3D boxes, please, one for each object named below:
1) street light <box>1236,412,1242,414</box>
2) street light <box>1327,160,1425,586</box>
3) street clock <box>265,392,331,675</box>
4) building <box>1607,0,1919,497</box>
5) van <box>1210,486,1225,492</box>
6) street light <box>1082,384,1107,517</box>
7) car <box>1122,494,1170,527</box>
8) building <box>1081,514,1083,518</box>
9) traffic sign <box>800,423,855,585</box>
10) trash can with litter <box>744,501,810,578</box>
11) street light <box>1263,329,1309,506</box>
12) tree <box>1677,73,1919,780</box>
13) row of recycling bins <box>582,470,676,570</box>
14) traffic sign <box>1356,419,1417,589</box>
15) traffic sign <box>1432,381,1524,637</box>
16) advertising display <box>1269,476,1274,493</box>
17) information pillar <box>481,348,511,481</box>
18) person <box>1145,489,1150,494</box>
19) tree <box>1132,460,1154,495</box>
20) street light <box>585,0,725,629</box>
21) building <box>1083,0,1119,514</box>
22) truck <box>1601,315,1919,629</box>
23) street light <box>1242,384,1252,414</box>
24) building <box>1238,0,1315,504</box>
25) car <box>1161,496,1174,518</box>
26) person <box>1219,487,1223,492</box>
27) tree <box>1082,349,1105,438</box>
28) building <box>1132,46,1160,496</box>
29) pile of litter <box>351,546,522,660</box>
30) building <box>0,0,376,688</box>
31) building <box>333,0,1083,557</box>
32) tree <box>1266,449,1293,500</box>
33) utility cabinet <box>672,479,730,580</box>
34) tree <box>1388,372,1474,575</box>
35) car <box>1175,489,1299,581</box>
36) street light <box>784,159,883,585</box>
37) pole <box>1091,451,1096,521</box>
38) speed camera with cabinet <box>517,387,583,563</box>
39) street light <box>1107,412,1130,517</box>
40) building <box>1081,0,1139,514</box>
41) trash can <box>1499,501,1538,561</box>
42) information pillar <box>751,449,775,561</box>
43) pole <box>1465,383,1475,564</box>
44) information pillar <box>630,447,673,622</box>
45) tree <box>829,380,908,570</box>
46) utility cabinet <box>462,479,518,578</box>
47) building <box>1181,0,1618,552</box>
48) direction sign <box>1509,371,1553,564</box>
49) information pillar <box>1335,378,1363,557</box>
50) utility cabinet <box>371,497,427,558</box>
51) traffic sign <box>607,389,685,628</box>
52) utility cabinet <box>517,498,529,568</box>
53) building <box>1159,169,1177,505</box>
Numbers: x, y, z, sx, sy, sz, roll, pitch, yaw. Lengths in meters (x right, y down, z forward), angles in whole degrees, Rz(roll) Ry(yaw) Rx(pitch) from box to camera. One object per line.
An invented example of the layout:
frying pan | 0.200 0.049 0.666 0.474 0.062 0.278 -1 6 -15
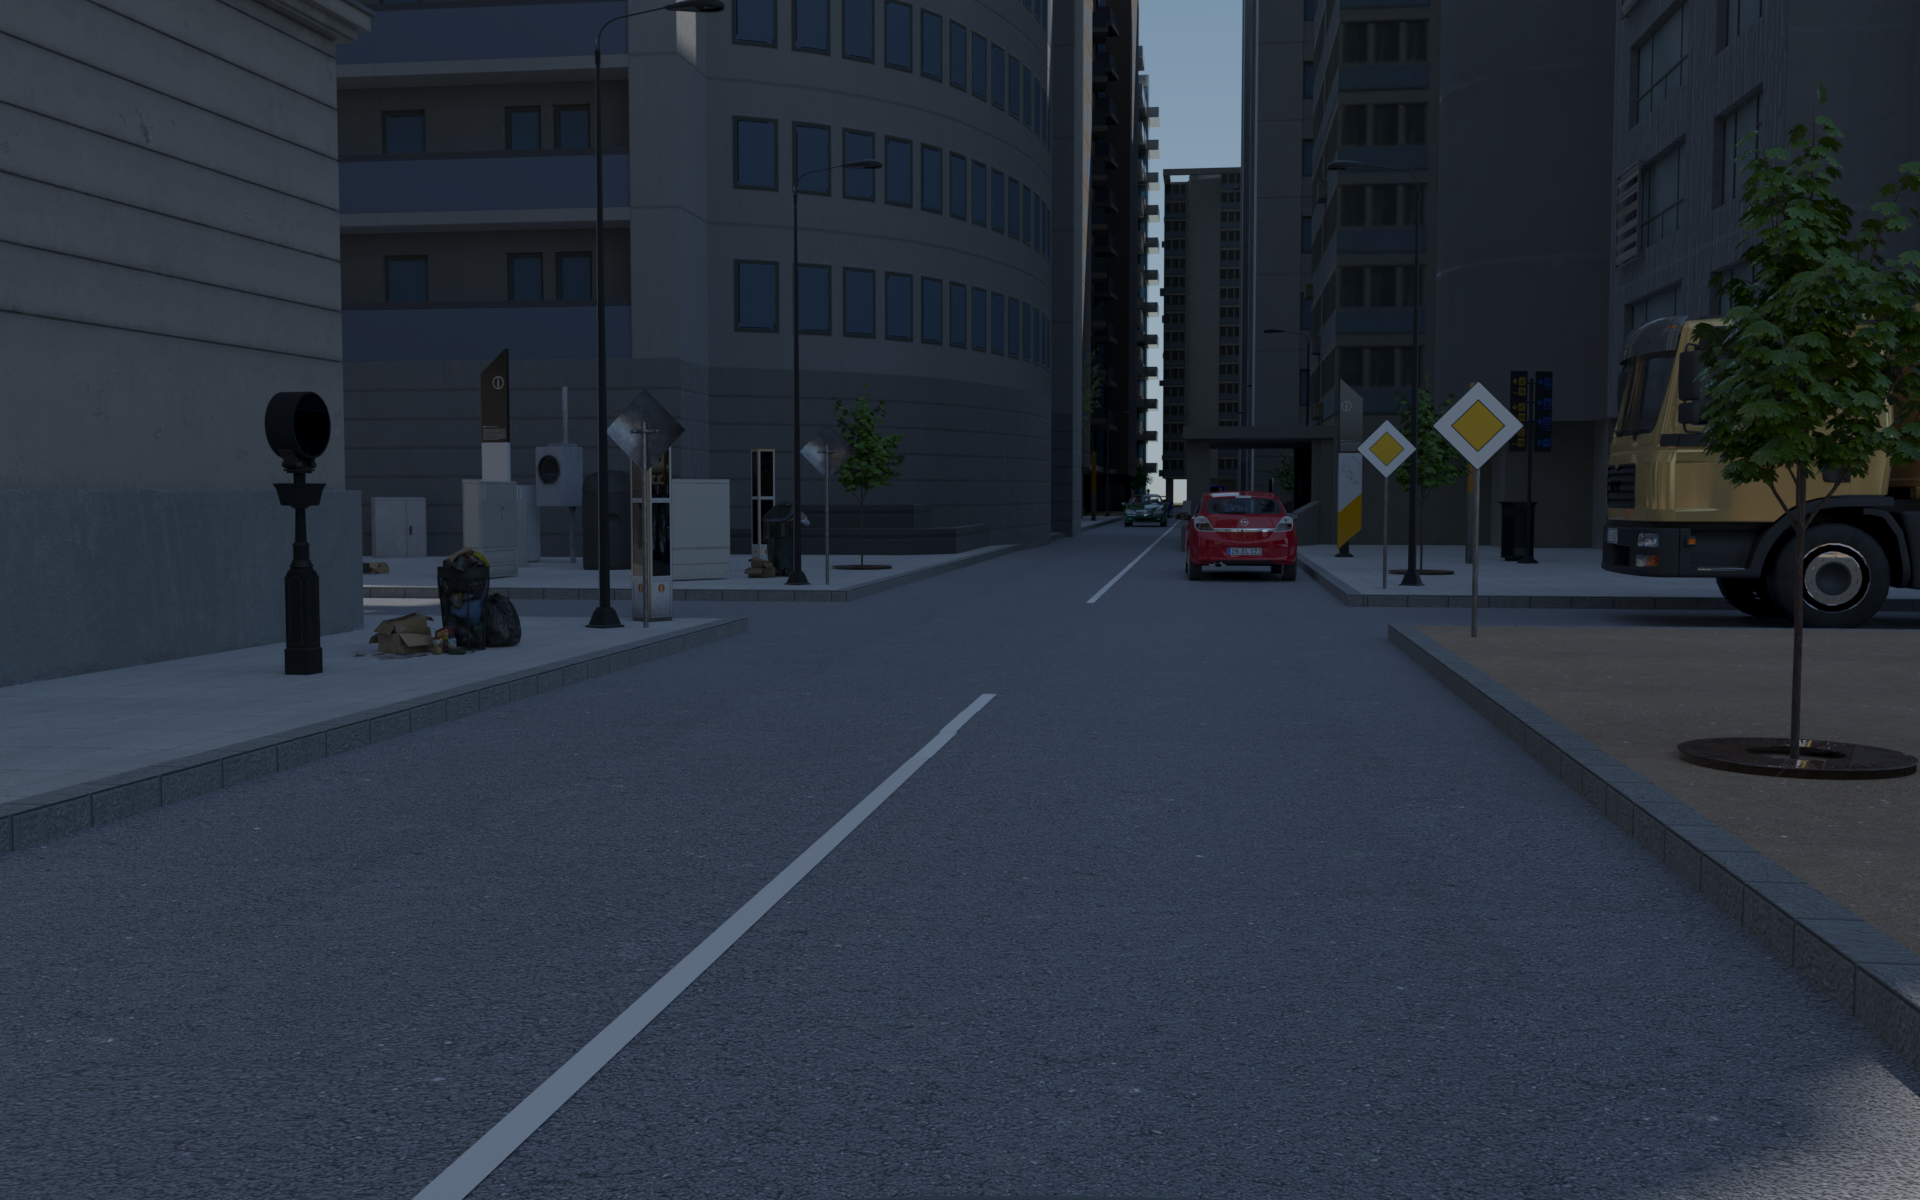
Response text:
street light | 16.252 -7.657 97.730 1.470 5.913 1.316 1 4 8
street light | 5.809 -3.161 24.223 1.470 5.913 1.316 1 4 8
street clock | -4.683 -0.473 12.303 0.358 2.002 0.471 1 4 12
building | 19.295 -21.018 27.231 14.086 41.232 14.154 1 4 8
van | 18.487 -7.517 127.294 2.240 2.365 5.245 0 4 6
street light | 5.361 -6.177 73.537 1.470 5.913 1.316 1 4 8
car | 8.300 -4.001 77.216 2.131 1.459 4.920 0 4 8
building | -0.744 -26.732 87.176 14.600 45.320 14.200 1 4 8
traffic sign | -1.876 -1.274 24.467 0.795 2.450 0.064 1 4 8
trash can with litter | -2.839 -0.939 26.747 0.624 1.170 1.055 2 4 28
street light | 9.220 -4.660 48.736 1.470 5.913 1.316 1 4 8
tree | 3.898 -0.824 8.071 1.663 3.219 1.824 0 3 0
row of recycling bins | -5.862 -1.450 30.819 1.069 1.692 3.534 0 4 8
traffic sign | 5.738 -1.206 23.356 0.795 2.450 0.064 1 4 8
traffic sign | 4.602 -0.722 15.452 0.795 2.450 0.064 1 4 8
advertising display | 11.429 -3.568 63.558 0.123 1.923 0.974 1 4 15
information pillar | -7.459 -2.235 27.900 0.504 3.616 0.183 1 4 17
person | 10.964 -5.554 100.094 0.721 1.735 1.217 0 4 -1
tree | 14.810 -10.068 148.327 4.285 4.588 4.351 0 3 0
street light | -2.888 -2.684 16.429 1.470 5.913 1.316 1 4 8
building | -1.047 -28.110 114.226 22.147 44.769 28.867 1 4 8
truck | 11.320 -1.392 18.685 9.791 3.379 3.469 1 4 10
street light | 12.786 -6.158 73.226 1.470 5.913 1.316 1 4 8
building | 36.001 -37.594 156.661 21.231 58.520 28.212 1 4 8
car | 11.900 -5.605 104.215 1.945 1.354 3.894 1 4 10
person | 13.710 -5.067 91.446 0.694 1.812 0.767 2 4 26
tree | 3.615 -7.307 69.838 4.737 8.622 4.395 0 3 0
building | 7.038 -35.164 194.546 30.456 49.044 23.786 1 4 8
pile of litter | -4.323 -0.019 14.277 1.176 0.858 1.719 2 4 34
building | -17.536 -13.674 10.965 23.554 28.519 14.401 1 4 8
building | -8.055 -30.920 47.533 21.231 58.520 28.212 1 4 8
tree | 12.709 -4.359 65.870 1.663 3.219 1.824 0 3 0
utility cabinet | -4.000 -1.044 25.755 1.173 1.500 0.318 -3 5 -41
tree | 7.404 -2.020 27.625 1.663 3.219 1.824 0 3 0
car | 4.829 -1.288 30.091 2.155 1.783 4.494 0 4 6
street light | -1.767 -3.164 24.268 1.470 5.913 1.316 1 4 8
pole | 6.407 -5.447 82.901 0.158 3.312 0.155 0 3 0
speed camera with cabinet | -7.982 -2.318 32.230 2.038 3.252 0.660 2 4 29
street light | 8.911 -7.675 98.030 1.470 5.913 1.316 1 4 8
building | 6.615 -29.646 134.826 14.600 45.320 14.200 1 4 8
trash can | 10.670 -1.314 33.135 0.748 1.137 0.748 0 3 0
information pillar | -3.232 -1.466 28.458 0.304 2.012 0.304 -2 4 -31
pole | 9.404 -2.322 31.802 0.158 3.312 0.155 0 3 0
information pillar | -3.116 -0.795 17.488 0.304 2.012 0.304 3 5 40
tree | -1.623 -2.137 29.534 1.663 3.219 1.824 0 3 0
utility cabinet | -7.120 -1.079 26.327 0.318 1.500 1.173 1 4 12
building | 22.409 -21.674 46.251 32.217 40.220 23.993 1 4 8
direction sign | 10.518 -2.445 31.970 0.876 3.537 0.379 -1 4 -16
information pillar | 7.896 -2.677 35.125 0.504 3.616 0.183 0 4 -1
utility cabinet | -11.293 -1.451 34.880 1.020 1.237 0.306 -2 4 -31
traffic sign | -3.011 -0.790 16.562 0.795 2.450 0.064 1 4 8
utility cabinet | -7.949 -1.191 30.629 0.306 1.237 1.020 -2 4 -35
building | 34.651 -30.755 194.727 23.993 40.220 32.217 1 4 8
